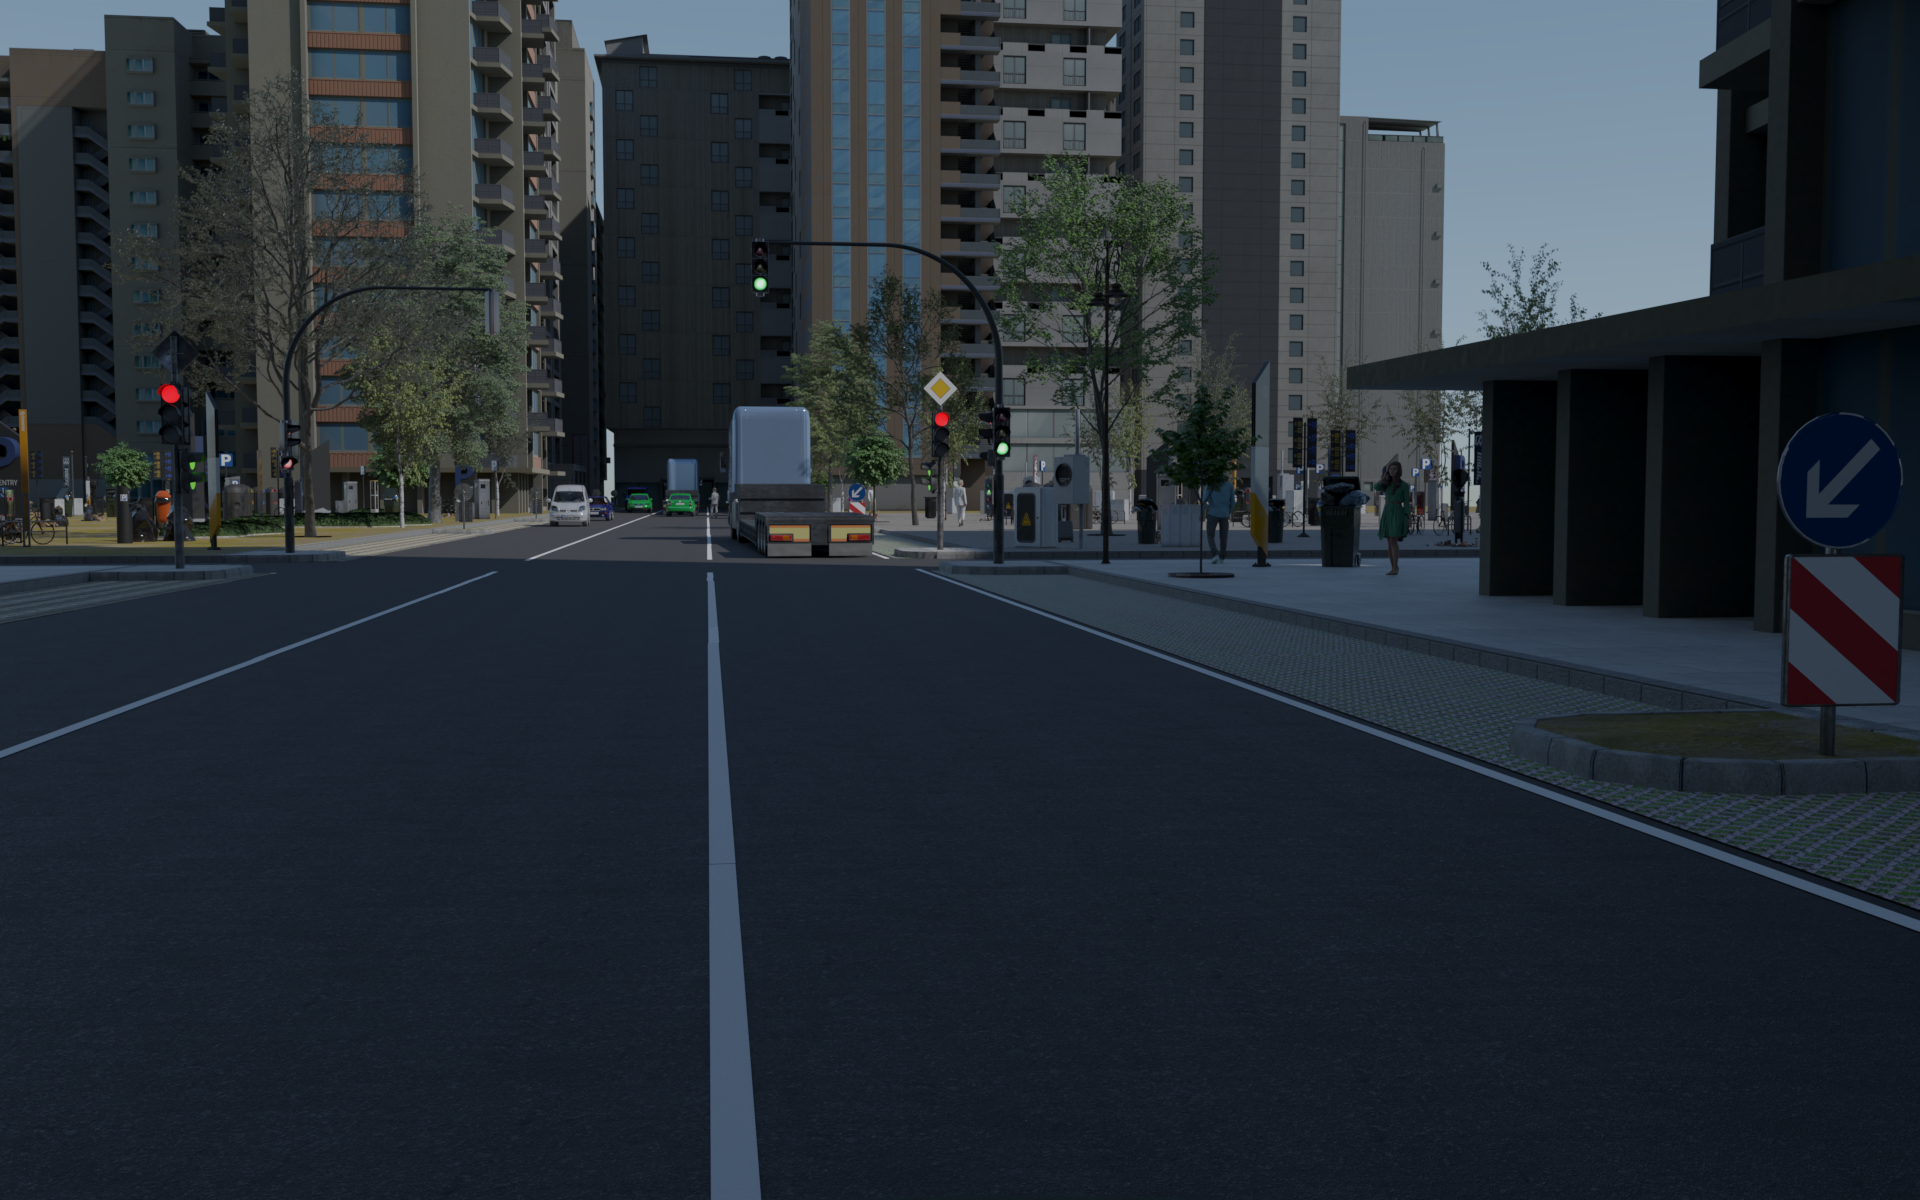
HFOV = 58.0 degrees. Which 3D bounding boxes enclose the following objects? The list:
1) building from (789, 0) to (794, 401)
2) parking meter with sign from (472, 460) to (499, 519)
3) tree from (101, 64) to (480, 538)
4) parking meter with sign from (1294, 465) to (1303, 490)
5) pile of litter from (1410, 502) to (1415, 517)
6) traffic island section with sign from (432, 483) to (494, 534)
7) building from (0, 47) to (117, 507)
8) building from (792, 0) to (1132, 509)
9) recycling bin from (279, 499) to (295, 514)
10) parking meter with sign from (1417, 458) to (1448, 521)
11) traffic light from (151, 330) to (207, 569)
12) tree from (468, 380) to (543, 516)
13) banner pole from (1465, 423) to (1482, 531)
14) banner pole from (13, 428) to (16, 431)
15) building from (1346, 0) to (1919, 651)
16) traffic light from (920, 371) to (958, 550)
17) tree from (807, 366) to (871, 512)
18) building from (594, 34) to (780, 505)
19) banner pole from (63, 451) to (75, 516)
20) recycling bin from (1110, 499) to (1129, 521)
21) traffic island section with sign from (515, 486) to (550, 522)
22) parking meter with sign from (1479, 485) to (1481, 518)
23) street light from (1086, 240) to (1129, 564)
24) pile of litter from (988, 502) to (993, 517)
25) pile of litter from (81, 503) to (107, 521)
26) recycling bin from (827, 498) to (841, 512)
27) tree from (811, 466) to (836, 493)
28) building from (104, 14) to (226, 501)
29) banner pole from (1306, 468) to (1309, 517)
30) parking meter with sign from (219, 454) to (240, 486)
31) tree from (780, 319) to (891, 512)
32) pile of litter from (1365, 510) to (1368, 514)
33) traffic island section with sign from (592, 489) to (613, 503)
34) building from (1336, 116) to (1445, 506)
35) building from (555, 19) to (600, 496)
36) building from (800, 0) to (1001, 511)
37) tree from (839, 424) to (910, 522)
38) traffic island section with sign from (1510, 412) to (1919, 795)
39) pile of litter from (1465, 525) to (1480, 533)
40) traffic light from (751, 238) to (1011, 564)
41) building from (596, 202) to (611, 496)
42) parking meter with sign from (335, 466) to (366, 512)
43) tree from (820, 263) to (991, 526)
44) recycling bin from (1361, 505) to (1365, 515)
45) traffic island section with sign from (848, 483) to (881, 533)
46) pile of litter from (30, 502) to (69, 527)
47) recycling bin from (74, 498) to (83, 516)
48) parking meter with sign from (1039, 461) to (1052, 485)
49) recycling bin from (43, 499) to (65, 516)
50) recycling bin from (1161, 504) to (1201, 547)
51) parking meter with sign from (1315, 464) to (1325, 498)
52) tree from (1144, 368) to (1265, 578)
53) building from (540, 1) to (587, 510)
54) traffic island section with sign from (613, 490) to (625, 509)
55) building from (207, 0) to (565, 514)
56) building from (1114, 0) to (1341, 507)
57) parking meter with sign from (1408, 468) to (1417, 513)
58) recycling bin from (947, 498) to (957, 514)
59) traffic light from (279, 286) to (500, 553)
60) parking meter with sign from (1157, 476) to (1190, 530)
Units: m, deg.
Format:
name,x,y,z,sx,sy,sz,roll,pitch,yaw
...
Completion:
name,x,y,z,sx,sy,sz,roll,pitch,yaw
building,-9.020,-45.314,179.138,20.563,71.187,20.611,-1,4,-8
parking meter with sign,-24.429,-5.636,88.417,0.543,3.016,1.738,3,5,40
tree,-19.299,-8.583,50.704,12.009,13.543,11.850,0,3,0
parking meter with sign,19.919,-6.467,102.000,0.543,3.016,1.738,1,4,21
pile of litter,24.910,-5.065,96.776,1.176,0.858,1.719,-2,4,-29
traffic island section with sign,-17.931,-3.302,62.608,1.989,1.847,2.006,-1,4,-8
building,-88.015,-31.926,172.099,14.200,45.320,14.600,-1,4,-8
building,-1.030,-34.701,156.602,28.713,52.752,27.495,-1,4,-8
recycling bin,-36.689,-5.007,94.422,0.722,1.027,0.722,-1,4,-14
parking meter with sign,22.891,-5.330,83.411,0.543,3.016,1.738,-1,4,-20
traffic light,-13.428,-2.496,29.736,0.839,4.253,0.868,-1,4,-8
tree,-27.189,-9.306,102.516,4.360,8.622,3.978,0,3,0
banner pole,18.147,-4.340,60.974,0.863,3.779,0.401,0,4,7
banner pole,-36.002,-4.622,65.583,0.863,3.779,0.401,-1,4,-16
building,17.934,-21.715,9.673,22.147,44.769,28.867,-1,4,-8
traffic light,-0.473,-3.106,39.707,0.839,4.253,0.868,-1,4,-8
tree,-6.773,-9.118,99.442,4.737,8.622,4.395,0,3,0
building,-28.967,-37.909,209.042,27.495,52.752,28.713,-1,4,-8
banner pole,-51.663,-6.755,100.463,0.863,3.779,0.401,1,4,12
recycling bin,7.522,-4.226,81.653,0.722,1.027,0.722,1,4,21
traffic island section with sign,-21.834,-4.937,89.343,1.989,1.847,2.006,-1,4,-8
parking meter with sign,27.975,-5.867,92.179,0.543,3.016,1.738,2,4,31
street light,2.685,-3.605,31.730,0.468,5.910,1.993,-1,4,-8
pile of litter,2.129,-5.110,97.513,1.176,0.858,1.719,-1,4,-13
pile of litter,-41.307,-4.197,82.589,1.176,0.858,1.719,-1,4,-20
recycling bin,-8.314,-6.207,114.036,0.722,1.027,0.722,-2,4,-25
tree,-9.388,-7.566,118.312,1.663,3.219,1.824,0,3,0
building,-69.270,-33.483,171.144,21.600,48.544,21.300,-1,4,-8
banner pole,19.158,-6.446,95.403,0.401,3.779,0.863,1,4,21
parking meter with sign,-31.268,-4.780,74.420,0.543,3.016,1.738,-3,5,-39
tree,-8.086,-11.891,112.540,7.486,12.596,7.792,0,3,0
pile of litter,26.117,-6.056,112.975,1.719,0.858,1.176,-3,5,-44
traffic island section with sign,-29.018,-7.944,138.507,1.989,1.847,2.006,-1,4,-8
building,43.790,-31.031,190.946,14.086,41.232,14.154,-1,4,-8
building,-47.881,-33.667,174.149,21.600,48.544,21.300,-1,4,-8
building,-5.039,-29.629,134.549,14.600,45.320,14.200,-1,4,-8
tree,-4.006,-5.822,78.911,4.285,4.588,4.351,0,3,0
traffic island section with sign,4.058,-0.033,9.162,1.989,1.847,2.006,-1,4,-8
pile of litter,17.603,-2.649,57.281,1.176,0.858,1.719,-3,4,-38
traffic light,-1.375,-3.468,31.364,4.771,5.953,1.251,-1,4,-8
building,-54.998,-31.597,208.492,23.993,40.220,32.217,-1,4,-8
parking meter with sign,-37.288,-6.707,105.921,1.738,3.016,0.543,-3,5,-41
tree,-2.153,-8.326,70.534,7.601,10.594,8.767,0,4,8
recycling bin,24.667,-5.808,107.508,0.722,1.027,0.722,-2,4,-31
traffic island section with sign,-3.984,-3.397,64.170,1.989,1.847,2.006,-1,4,-8
pile of litter,-35.442,-3.273,67.478,1.176,0.858,1.719,1,4,9
recycling bin,-52.498,-5.516,102.747,0.722,1.027,0.722,-3,4,-36
parking meter with sign,5.002,-5.714,89.686,1.738,3.016,0.543,2,4,30
recycling bin,-44.773,-4.463,85.528,0.722,1.027,0.722,1,4,14
recycling bin,5.392,-1.813,42.196,0.722,1.027,0.722,-2,4,-34
parking meter with sign,20.590,-6.279,98.916,0.543,3.016,1.738,0,4,8
tree,3.710,-1.974,26.882,1.663,3.219,1.824,0,3,0
building,-43.063,-43.406,147.943,20.563,71.187,20.611,-1,4,-8
traffic island section with sign,-32.916,-9.575,165.180,1.989,1.847,2.006,-1,4,-8
building,-40.484,-28.718,124.171,22.147,44.769,28.867,-1,4,-8
building,26.955,-45.631,184.323,20.611,71.187,20.563,-1,4,-8
parking meter with sign,30.499,-7.394,117.150,0.543,3.016,1.738,0,4,-5
recycling bin,-0.373,-6.039,111.297,0.722,1.027,0.722,-2,4,-28
traffic light,-12.525,-3.872,37.973,4.771,5.953,1.251,-1,4,-8
parking meter with sign,7.375,-4.018,61.960,1.738,3.016,0.543,0,4,4
